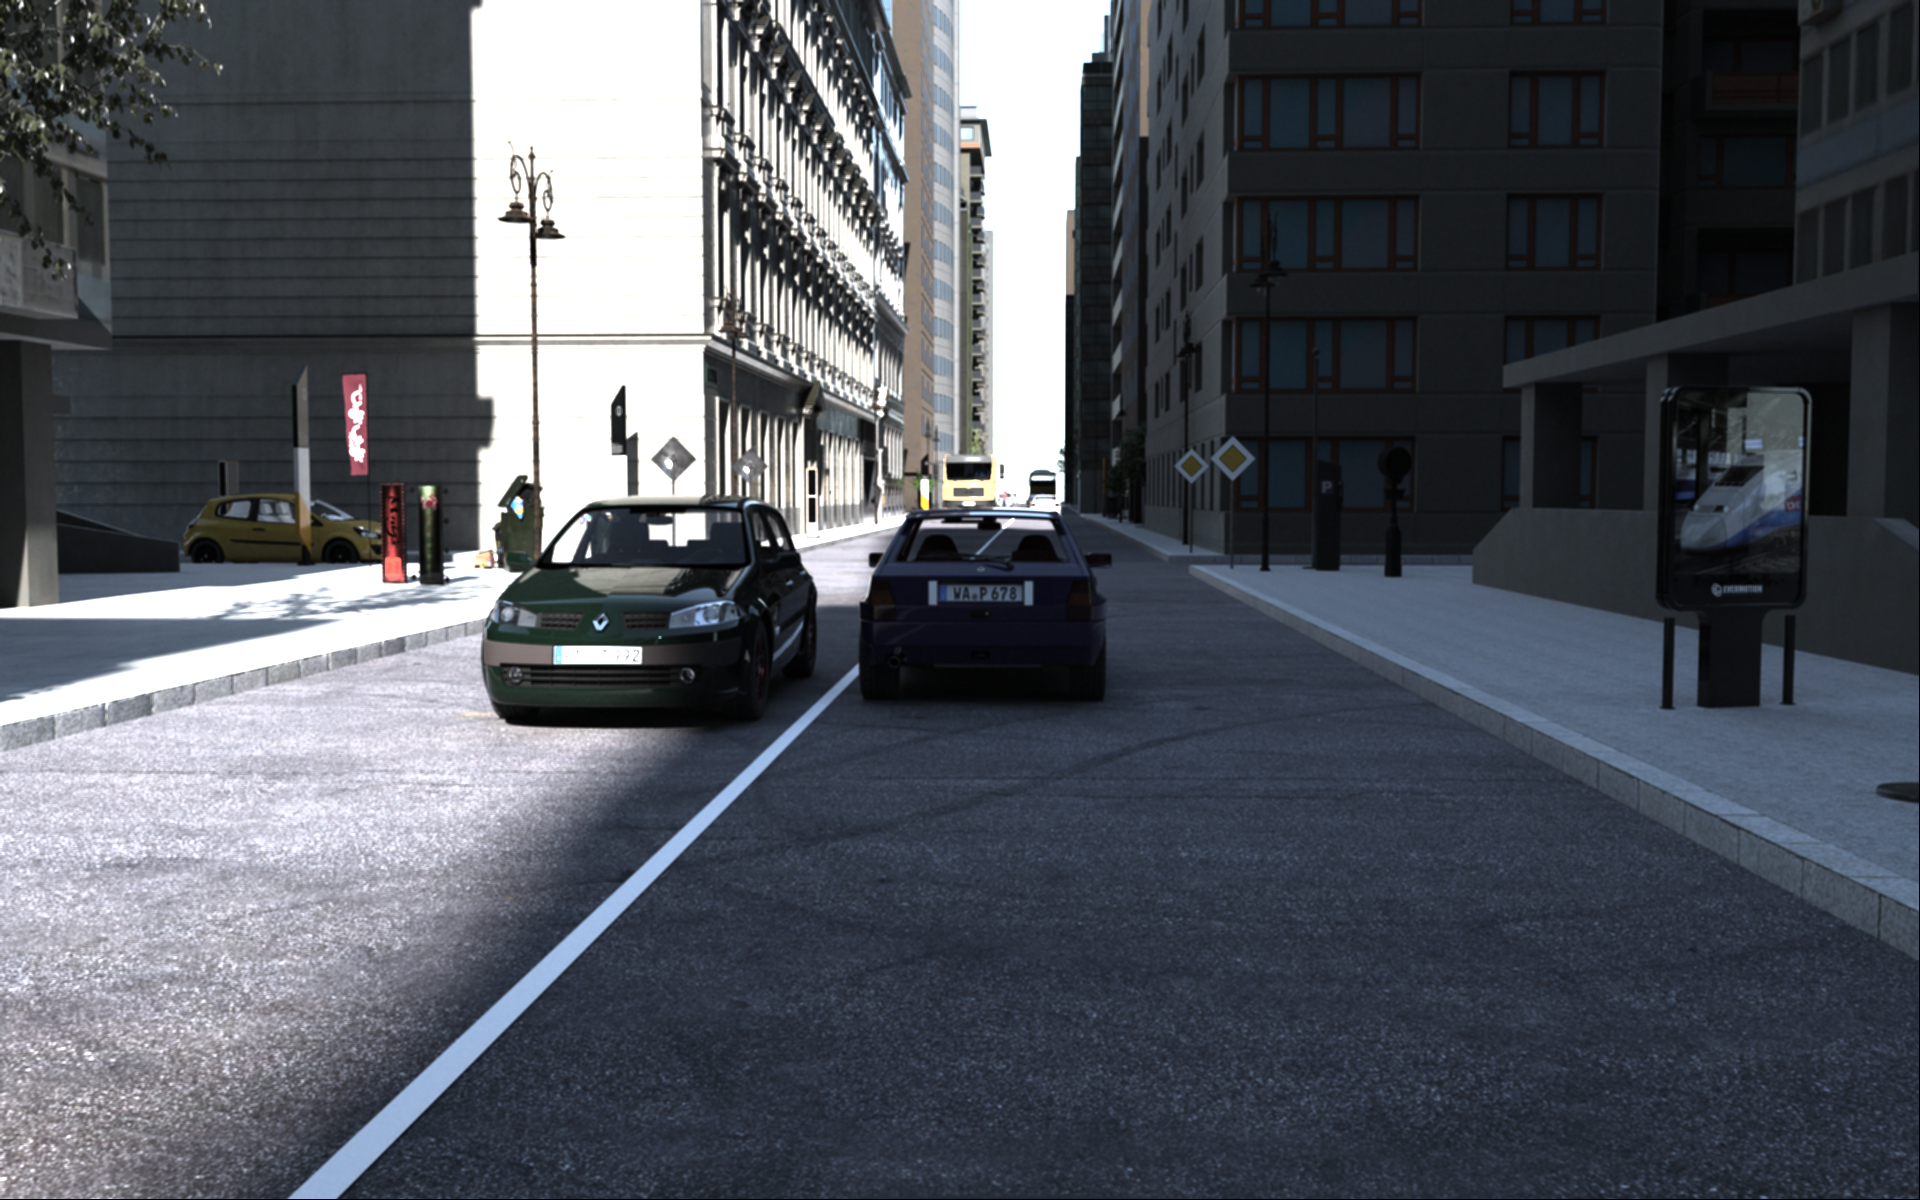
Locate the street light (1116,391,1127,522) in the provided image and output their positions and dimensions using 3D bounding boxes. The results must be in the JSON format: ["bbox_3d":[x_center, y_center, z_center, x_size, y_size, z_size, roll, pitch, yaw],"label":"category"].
[{"bbox_3d":[7.257,-6.438,78.055,0.468,5.910,1.993,0,4,3],"label":"street light"}]

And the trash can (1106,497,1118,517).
[{"bbox_3d":[8.368,-5.103,95.090,0.748,1.137,0.748,0,3,0],"label":"trash can"}]

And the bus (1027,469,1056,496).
[{"bbox_3d":[8.044,-10.931,170.266,2.896,3.916,12.252,0,4,2],"label":"bus"}]

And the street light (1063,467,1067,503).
[{"bbox_3d":[16.170,-18.289,271.815,0.468,5.910,1.993,0,4,3],"label":"street light"}]

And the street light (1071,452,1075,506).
[{"bbox_3d":[13.152,-14.161,204.317,0.468,5.910,1.993,0,4,3],"label":"street light"}]

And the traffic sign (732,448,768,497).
[{"bbox_3d":[-4.612,-2.106,38.077,0.795,2.450,0.064,0,4,3],"label":"traffic sign"}]

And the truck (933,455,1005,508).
[{"bbox_3d":[0.548,-5.592,87.358,3.469,3.379,9.791,0,4,2],"label":"truck"}]

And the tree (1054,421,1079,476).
[{"bbox_3d":[13.970,-16.091,197.502,7.601,10.594,8.767,3,5,41],"label":"tree"}]

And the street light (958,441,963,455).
[{"bbox_3d":[0.104,-10.763,148.756,0.468,5.910,1.993,0,4,3],"label":"street light"}]

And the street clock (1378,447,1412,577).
[{"bbox_3d":[6.723,-1.362,26.831,0.471,2.002,0.358,-1,4,-20],"label":"street clock"}]

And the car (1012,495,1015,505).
[{"bbox_3d":[6.339,-13.360,230.445,2.014,1.417,4.499,0,4,1],"label":"car"}]

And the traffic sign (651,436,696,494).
[{"bbox_3d":[-4.976,-1.618,30.100,0.795,2.450,0.064,0,4,3],"label":"traffic sign"}]

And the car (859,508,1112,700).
[{"bbox_3d":[0.219,-0.050,13.404,1.945,1.354,3.894,0,4,2],"label":"car"}]

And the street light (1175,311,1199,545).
[{"bbox_3d":[5.731,-4.346,43.842,0.468,5.910,1.993,0,4,3],"label":"street light"}]

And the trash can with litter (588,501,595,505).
[{"bbox_3d":[-5.661,-1.033,28.274,0.624,1.170,1.055,2,4,31],"label":"trash can with litter"}]

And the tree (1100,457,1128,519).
[{"bbox_3d":[7.937,-5.763,88.826,1.663,3.219,1.824,0,3,0],"label":"tree"}]

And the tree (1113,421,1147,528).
[{"bbox_3d":[7.581,-5.076,66.711,4.285,4.588,4.351,0,3,0],"label":"tree"}]

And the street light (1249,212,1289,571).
[{"bbox_3d":[5.093,-3.422,28.737,0.468,5.910,1.993,0,4,3],"label":"street light"}]

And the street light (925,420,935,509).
[{"bbox_3d":[-1.965,-8.181,106.552,0.468,5.910,1.993,0,4,3],"label":"street light"}]

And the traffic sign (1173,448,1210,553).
[{"bbox_3d":[5.021,-2.078,37.618,0.795,2.450,0.064,0,4,3],"label":"traffic sign"}]

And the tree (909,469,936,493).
[{"bbox_3d":[-2.188,-7.153,111.546,1.663,3.219,1.824,0,3,0],"label":"tree"}]

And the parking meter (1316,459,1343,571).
[{"bbox_3d":[6.195,-1.427,29.041,0.399,1.863,0.255,2,4,29],"label":"parking meter"}]

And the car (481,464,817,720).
[{"bbox_3d":[-2.055,-0.151,12.260,2.009,1.686,4.222,0,4,2],"label":"car"}]

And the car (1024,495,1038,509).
[{"bbox_3d":[6.041,-7.555,135.892,2.083,1.381,4.827,0,4,1],"label":"car"}]

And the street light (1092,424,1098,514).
[{"bbox_3d":[9.229,-9.019,120.247,0.468,5.910,1.993,0,4,3],"label":"street light"}]

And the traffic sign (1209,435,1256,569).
[{"bbox_3d":[4.657,-1.590,29.642,0.795,2.450,0.064,0,4,3],"label":"traffic sign"}]

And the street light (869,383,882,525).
[{"bbox_3d":[-3.505,-6.082,72.223,0.468,5.910,1.993,0,4,3],"label":"street light"}]

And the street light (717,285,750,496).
[{"bbox_3d":[-5.014,-4.018,38.478,0.468,5.910,1.993,0,4,3],"label":"street light"}]

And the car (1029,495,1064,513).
[{"bbox_3d":[5.098,-5.499,102.268,2.083,1.381,4.827,0,4,5],"label":"car"}]

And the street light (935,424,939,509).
[{"bbox_3d":[-1.565,-8.699,115.018,0.468,5.910,1.993,0,4,3],"label":"street light"}]

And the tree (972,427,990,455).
[{"bbox_3d":[1.333,-14.715,190.955,4.737,8.622,4.395,0,3,0],"label":"tree"}]

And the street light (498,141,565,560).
[{"bbox_3d":[-5.684,-3.081,23.159,0.468,5.910,1.993,0,4,3],"label":"street light"}]

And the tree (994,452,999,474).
[{"bbox_3d":[4.308,-19.724,272.845,4.360,8.622,3.978,0,3,0],"label":"tree"}]

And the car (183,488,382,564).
[{"bbox_3d":[-12.644,-1.395,33.029,3.980,1.641,2.015,0,4,4],"label":"car"}]

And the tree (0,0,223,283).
[{"bbox_3d":[-6.835,-3.741,11.521,4.360,8.622,3.978,0,3,0],"label":"tree"}]
